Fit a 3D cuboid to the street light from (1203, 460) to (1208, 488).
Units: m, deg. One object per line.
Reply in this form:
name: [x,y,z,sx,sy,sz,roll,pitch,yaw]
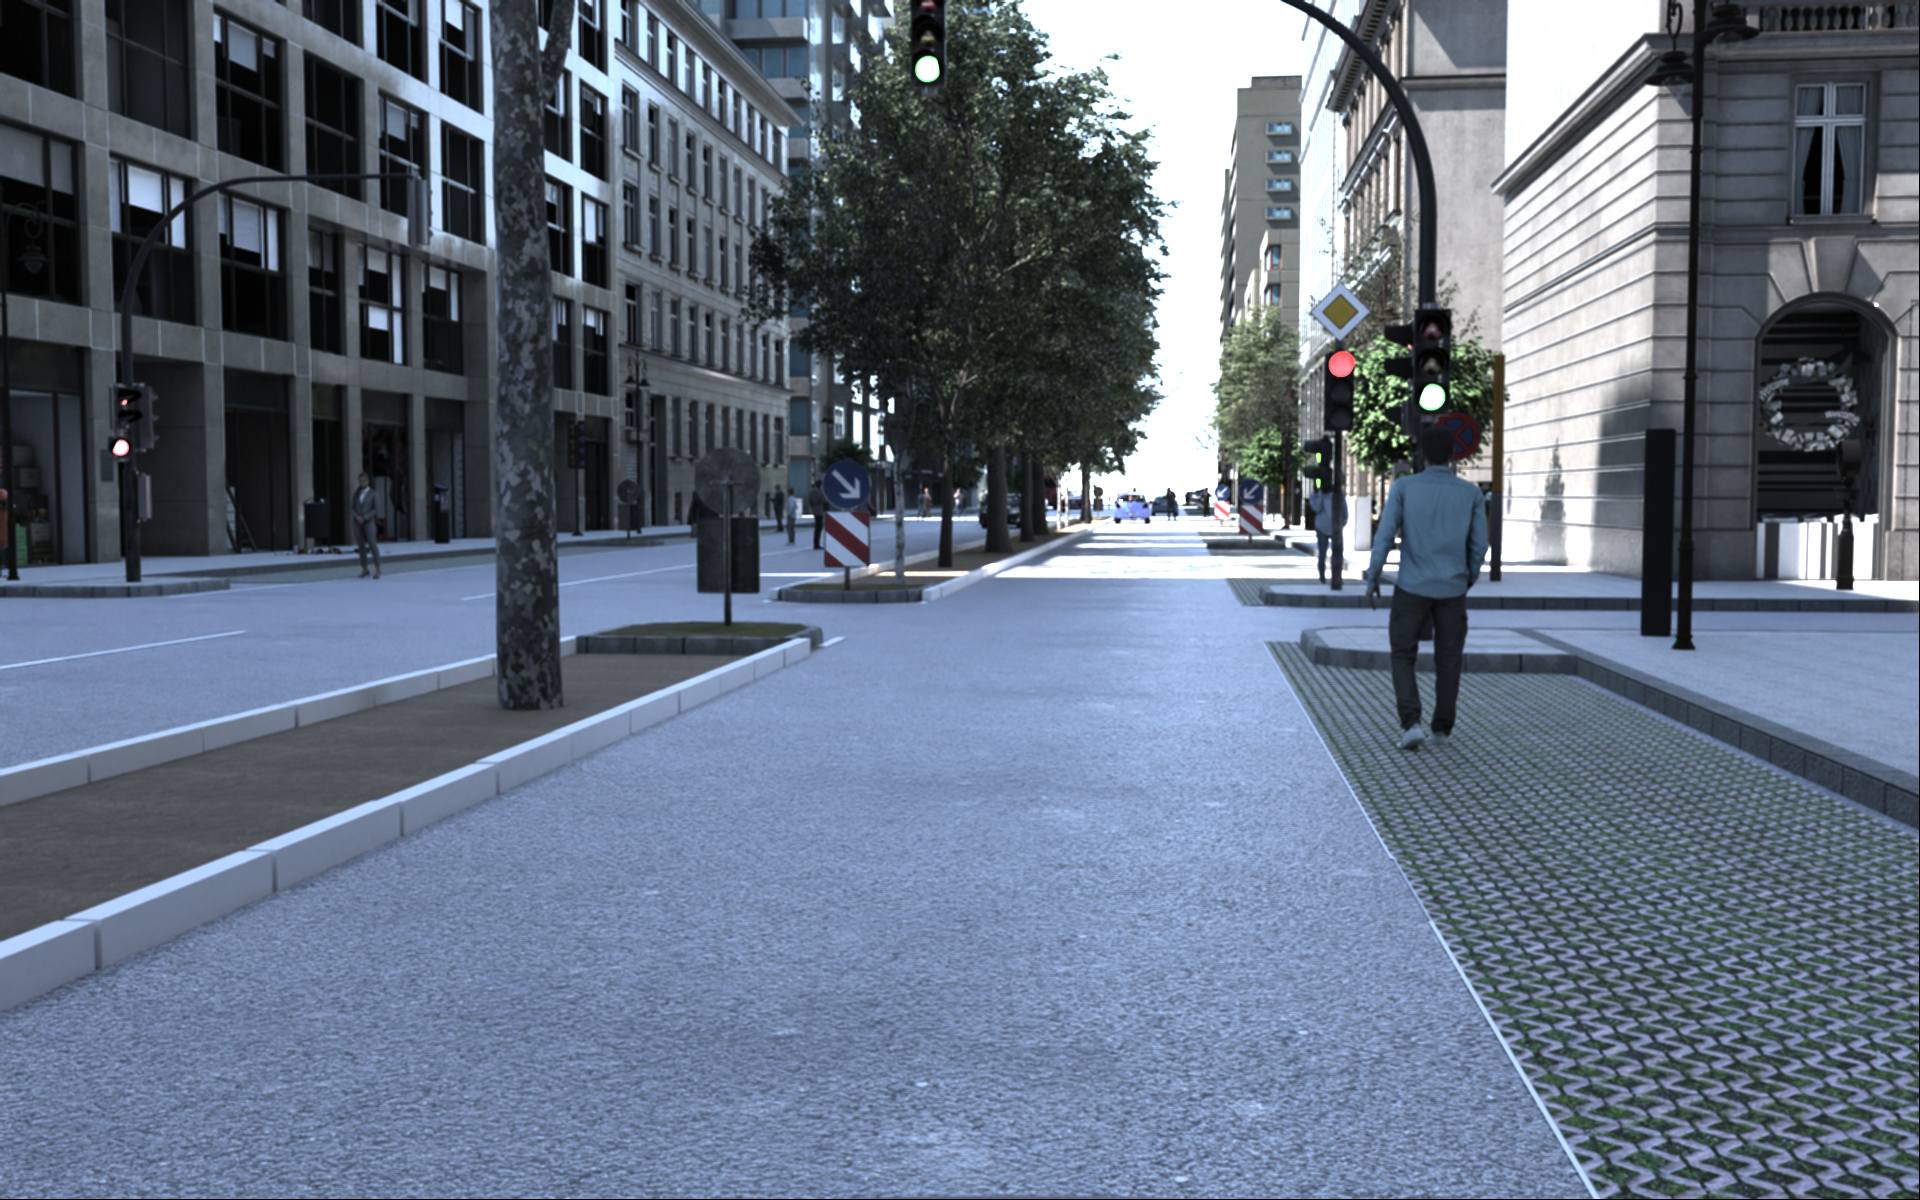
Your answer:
street light: [32.243,-15.479,225.867,0.468,5.910,1.993,0,4,7]

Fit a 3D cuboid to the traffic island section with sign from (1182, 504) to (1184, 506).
traffic island section with sign: [20.369,-8.603,149.281,1.989,1.847,2.006,0,4,7]

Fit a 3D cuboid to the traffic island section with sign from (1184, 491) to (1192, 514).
traffic island section with sign: [17.049,-6.967,122.530,1.989,1.847,2.006,0,4,7]

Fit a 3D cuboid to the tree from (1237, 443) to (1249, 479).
tree: [14.301,-5.802,78.582,4.285,4.588,4.351,0,3,0]

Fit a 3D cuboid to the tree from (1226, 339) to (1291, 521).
tree: [14.674,-8.113,83.014,4.360,8.622,3.978,0,3,0]

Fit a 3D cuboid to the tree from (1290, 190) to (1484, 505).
tree: [10.338,-5.601,41.933,4.360,8.622,3.978,0,3,0]

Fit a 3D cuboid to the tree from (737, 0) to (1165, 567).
tree: [-0.356,-5.883,33.063,8.767,10.594,7.601,0,4,7]

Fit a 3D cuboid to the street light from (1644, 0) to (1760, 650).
street light: [5.993,-2.531,14.165,0.468,5.910,1.993,0,4,7]

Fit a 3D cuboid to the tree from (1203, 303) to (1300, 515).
tree: [17.984,-11.356,103.790,7.486,12.596,7.792,0,3,0]

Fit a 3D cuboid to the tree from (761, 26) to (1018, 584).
tree: [-0.970,-4.542,27.083,4.360,8.622,3.978,0,3,0]

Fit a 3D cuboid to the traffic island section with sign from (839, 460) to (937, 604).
traffic island section with sign: [-1.424,-0.949,23.650,2.006,1.907,1.989,0,4,7]

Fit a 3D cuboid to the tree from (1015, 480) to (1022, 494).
tree: [7.236,-12.474,198.552,1.663,3.219,1.824,0,3,0]

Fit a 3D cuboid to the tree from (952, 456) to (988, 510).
tree: [0.373,-9.826,144.372,4.285,4.588,4.351,0,3,0]

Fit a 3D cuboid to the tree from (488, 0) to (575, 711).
tree: [-1.776,-9.274,9.983,12.611,20.169,13.585,0,3,0]

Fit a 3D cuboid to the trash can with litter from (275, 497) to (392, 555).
trash can with litter: [-13.400,-1.595,37.137,2.233,1.210,1.678,0,4,-7]

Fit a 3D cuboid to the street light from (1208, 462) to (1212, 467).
street light: [28.567,-13.630,195.645,0.468,5.910,1.993,0,4,7]

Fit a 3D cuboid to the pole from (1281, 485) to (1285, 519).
pole: [16.551,-5.798,88.636,0.158,3.312,0.155,0,3,0]

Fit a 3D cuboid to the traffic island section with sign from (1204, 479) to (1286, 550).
traffic island section with sign: [7.493,-2.251,45.438,1.989,1.847,2.006,0,4,7]

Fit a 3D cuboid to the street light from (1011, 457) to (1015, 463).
street light: [5.673,-12.988,185.144,0.468,5.910,1.993,0,4,7]

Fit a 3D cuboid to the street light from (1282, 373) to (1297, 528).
street light: [12.427,-5.664,65.402,0.468,5.910,1.993,0,4,7]

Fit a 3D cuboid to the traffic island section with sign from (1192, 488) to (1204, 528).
traffic island section with sign: [10.866,-3.919,72.710,1.989,1.847,2.006,0,4,7]

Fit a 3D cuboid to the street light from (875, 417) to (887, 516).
street light: [-4.638,-7.899,101.936,0.468,5.910,1.993,0,4,7]

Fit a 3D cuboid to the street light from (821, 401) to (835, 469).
street light: [-6.547,-6.918,85.899,0.468,5.910,1.993,0,4,7]

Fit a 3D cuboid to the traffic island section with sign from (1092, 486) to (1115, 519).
traffic island section with sign: [7.809,-5.510,98.222,2.006,1.907,1.989,0,4,7]

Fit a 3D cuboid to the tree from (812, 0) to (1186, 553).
tree: [0.942,-8.118,41.846,9.857,13.997,8.962,0,3,0]

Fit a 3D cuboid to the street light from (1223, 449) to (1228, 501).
street light: [22.025,-10.432,143.350,0.468,5.910,1.993,0,4,7]

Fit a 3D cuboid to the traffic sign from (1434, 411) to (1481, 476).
traffic sign: [7.606,-1.626,26.693,0.768,2.556,0.104,1,4,14]

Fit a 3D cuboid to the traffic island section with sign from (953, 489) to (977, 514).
traffic island section with sign: [0.175,-7.076,124.317,1.989,1.847,2.006,0,4,7]

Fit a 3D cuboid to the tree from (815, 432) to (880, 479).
tree: [-5.932,-6.596,91.563,4.285,4.588,4.351,0,3,0]

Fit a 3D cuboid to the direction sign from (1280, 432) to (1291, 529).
direction sign: [11.935,-4.371,63.465,0.379,3.537,0.876,2,4,32]

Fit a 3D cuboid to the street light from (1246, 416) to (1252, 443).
street light: [15.999,-7.500,95.420,0.468,5.910,1.993,0,4,7]

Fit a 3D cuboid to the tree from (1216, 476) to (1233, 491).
tree: [24.846,-10.401,164.652,1.663,3.219,1.824,0,3,0]

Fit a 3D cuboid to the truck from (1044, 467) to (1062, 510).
truck: [8.044,-10.505,160.663,2.839,4.237,11.283,0,4,5]

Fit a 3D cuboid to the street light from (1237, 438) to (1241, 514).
street light: [18.255,-8.603,113.441,0.468,5.910,1.993,0,4,7]

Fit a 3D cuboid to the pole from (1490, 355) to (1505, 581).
pole: [7.909,-1.935,25.478,0.158,3.312,0.155,0,3,0]

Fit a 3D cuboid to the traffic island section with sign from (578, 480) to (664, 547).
traffic island section with sign: [-9.300,-2.403,47.923,1.989,1.847,2.006,0,4,7]

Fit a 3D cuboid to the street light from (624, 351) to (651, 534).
street light: [-10.391,-5.085,55.921,0.468,5.910,1.993,0,4,7]

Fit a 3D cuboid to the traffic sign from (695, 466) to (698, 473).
traffic sign: [-9.327,-3.717,62.901,0.606,2.300,0.079,1,4,15]

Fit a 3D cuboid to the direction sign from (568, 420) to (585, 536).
direction sign: [-11.781,-3.747,53.262,0.379,3.537,0.876,1,4,21]

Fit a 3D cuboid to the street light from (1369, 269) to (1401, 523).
street light: [8.737,-3.849,35.719,0.468,5.910,1.993,0,4,7]

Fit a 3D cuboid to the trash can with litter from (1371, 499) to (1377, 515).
trash can with litter: [10.235,-2.011,44.269,0.624,1.170,1.055,-1,4,-9]

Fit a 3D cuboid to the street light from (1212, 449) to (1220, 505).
street light: [25.717,-12.247,173.033,0.468,5.910,1.993,0,4,7]

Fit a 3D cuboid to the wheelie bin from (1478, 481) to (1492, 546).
wheelie bin: [13.095,-2.142,42.925,0.693,1.594,0.980,-2,4,-30]

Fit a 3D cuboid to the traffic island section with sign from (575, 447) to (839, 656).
traffic island section with sign: [-2.345,-0.499,16.301,2.006,1.907,1.989,0,4,7]

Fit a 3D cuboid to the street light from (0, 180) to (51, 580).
street light: [-14.135,-3.235,25.678,0.468,5.910,1.993,0,4,7]

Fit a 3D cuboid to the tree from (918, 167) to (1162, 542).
tree: [2.049,-7.976,50.995,7.486,12.596,7.792,0,3,0]

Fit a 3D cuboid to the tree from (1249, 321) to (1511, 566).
tree: [8.254,-2.915,31.380,4.285,4.588,4.351,0,3,0]

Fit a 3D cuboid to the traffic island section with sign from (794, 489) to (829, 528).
traffic island section with sign: [-5.987,-4.040,74.674,1.989,1.847,2.006,0,4,7]

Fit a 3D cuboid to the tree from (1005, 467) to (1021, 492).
tree: [4.026,-11.769,176.140,4.285,4.588,4.351,0,3,0]

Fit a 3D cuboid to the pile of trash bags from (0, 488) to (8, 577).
pile of trash bags: [-16.131,-1.002,26.137,3.447,1.369,1.912,-1,4,-14]

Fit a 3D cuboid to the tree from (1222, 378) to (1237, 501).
tree: [27.981,-16.632,182.304,12.009,13.543,11.850,0,3,0]
